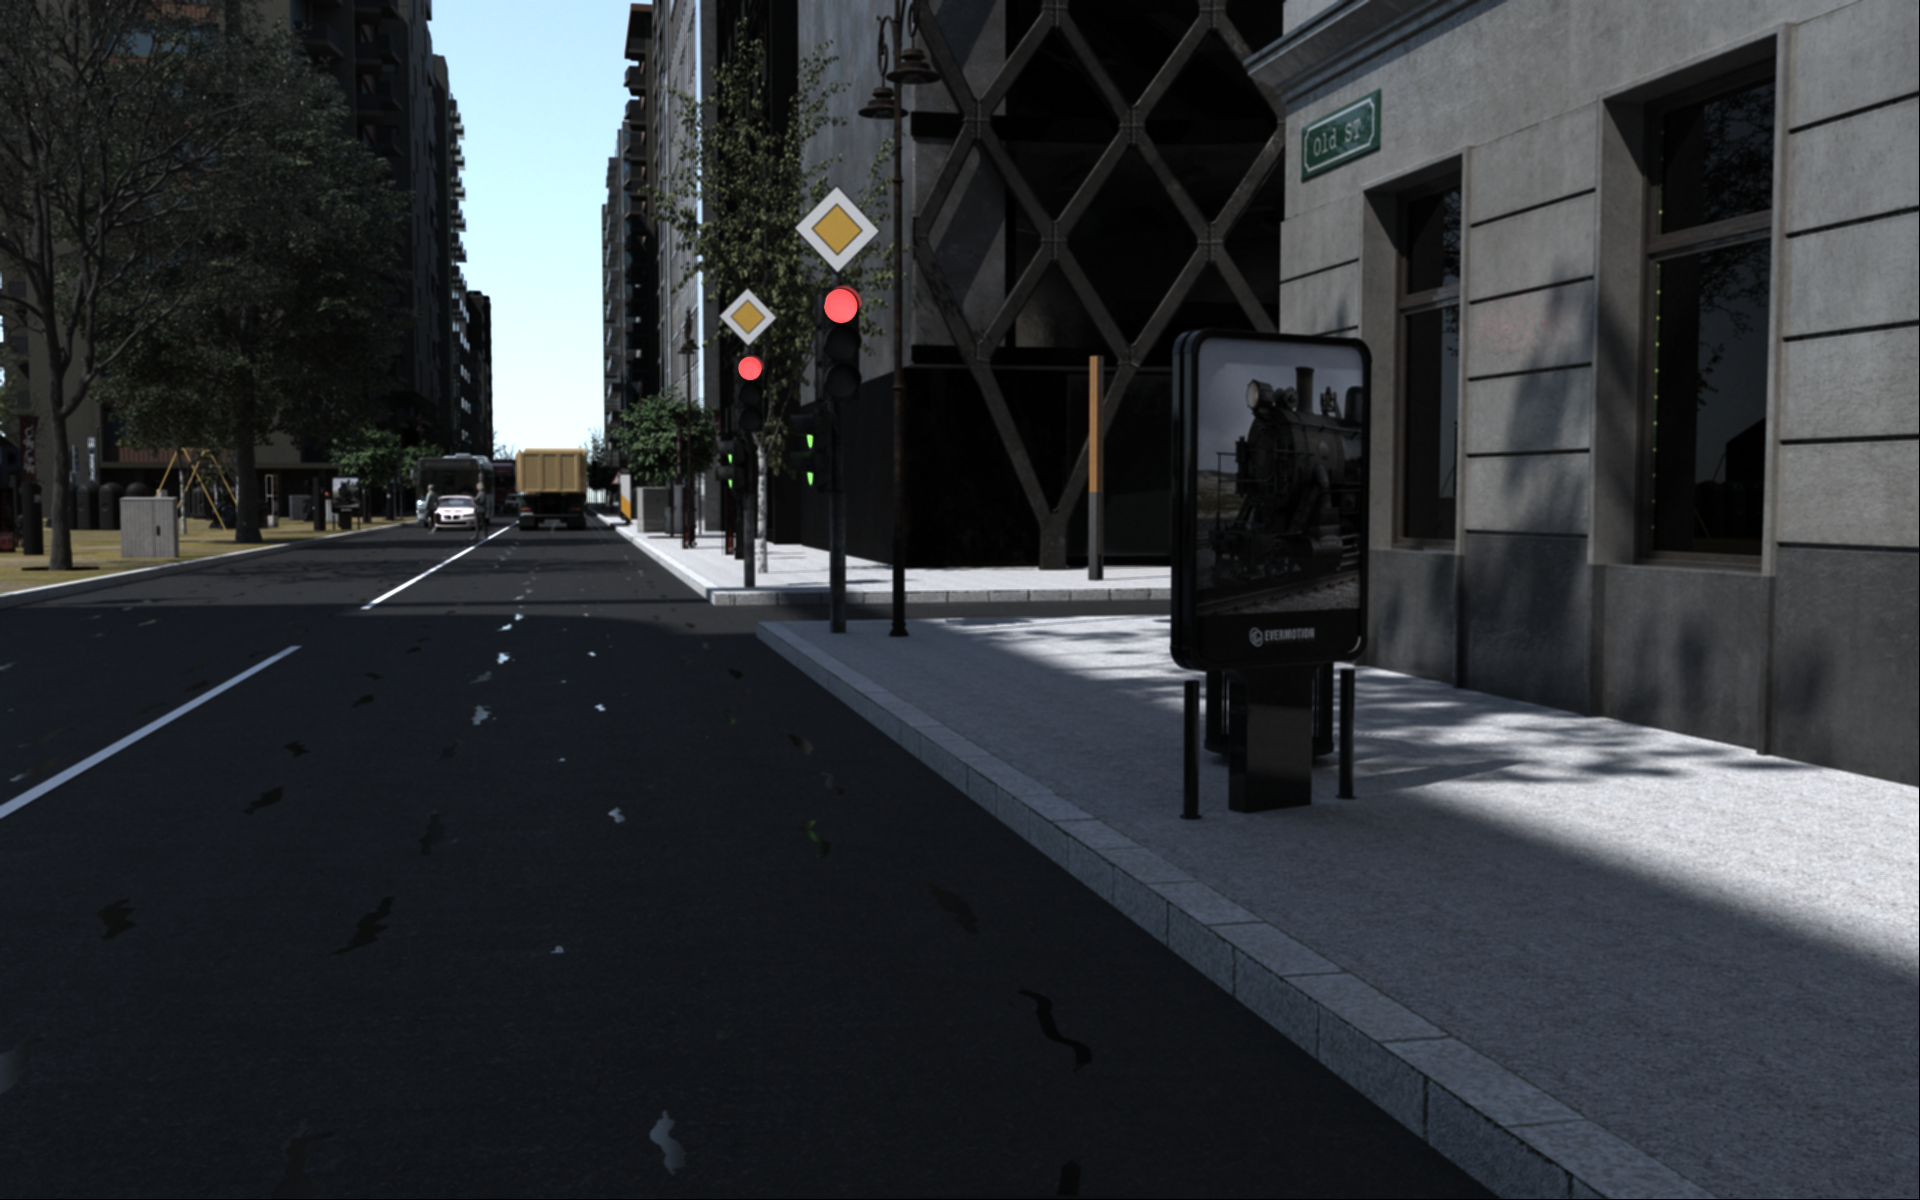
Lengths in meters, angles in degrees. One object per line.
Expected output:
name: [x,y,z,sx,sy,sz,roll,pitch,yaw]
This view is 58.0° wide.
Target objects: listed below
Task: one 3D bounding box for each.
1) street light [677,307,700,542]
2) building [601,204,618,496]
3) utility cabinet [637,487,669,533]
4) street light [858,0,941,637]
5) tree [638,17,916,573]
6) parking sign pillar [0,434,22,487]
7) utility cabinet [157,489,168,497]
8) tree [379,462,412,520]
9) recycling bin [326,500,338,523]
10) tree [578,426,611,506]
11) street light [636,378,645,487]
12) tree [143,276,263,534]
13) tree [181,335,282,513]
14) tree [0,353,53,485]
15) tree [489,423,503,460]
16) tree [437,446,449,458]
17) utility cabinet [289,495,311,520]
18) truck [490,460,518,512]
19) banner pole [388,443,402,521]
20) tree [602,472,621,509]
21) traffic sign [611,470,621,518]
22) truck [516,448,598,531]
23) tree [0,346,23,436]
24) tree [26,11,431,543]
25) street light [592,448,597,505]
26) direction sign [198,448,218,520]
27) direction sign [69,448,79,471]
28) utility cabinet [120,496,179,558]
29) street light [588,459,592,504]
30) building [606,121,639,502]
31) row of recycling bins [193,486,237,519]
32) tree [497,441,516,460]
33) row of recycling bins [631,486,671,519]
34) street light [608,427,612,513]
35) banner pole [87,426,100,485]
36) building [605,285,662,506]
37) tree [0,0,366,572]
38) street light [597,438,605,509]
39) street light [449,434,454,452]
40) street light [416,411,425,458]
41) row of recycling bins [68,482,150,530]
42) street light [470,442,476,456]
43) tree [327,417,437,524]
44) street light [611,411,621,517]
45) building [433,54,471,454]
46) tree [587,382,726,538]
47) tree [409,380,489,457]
street light: [-6.694,-4.282,42.806,0.468,5.910,1.993,-1,4,-13]
building: [-43.804,-34.471,247.190,14.154,41.232,14.086,-1,4,-13]
utility cabinet: [-10.133,-2.969,57.224,0.318,1.500,1.173,2,4,35]
street light: [-0.553,-2.612,15.491,0.468,5.910,1.993,-1,4,-13]
tree: [-2.973,-4.743,27.912,4.737,8.622,4.395,0,3,0]
parking sign pillar: [-38.860,-5.033,70.761,1.447,3.967,1.447,1,4,18]
utility cabinet: [-37.781,-4.489,82.077,0.318,1.500,1.173,-2,4,-34]
tree: [-28.051,-5.570,85.668,1.663,3.219,1.824,0,3,0]
recycling bin: [-28.106,-3.995,77.872,0.722,1.027,0.722,-1,4,-17]
tree: [-38.419,-14.154,181.786,4.737,8.622,4.395,0,3,0]
street light: [-12.742,-5.898,69.227,0.468,5.910,1.993,-1,4,-13]
tree: [-24.657,-6.419,55.310,4.360,8.622,3.978,0,3,0]
tree: [-30.157,-7.447,72.122,4.737,8.622,4.395,0,3,0]
tree: [-47.726,-8.347,86.835,4.360,8.622,3.978,0,3,0]
tree: [-46.961,-13.437,170.064,4.360,8.622,3.978,0,3,0]
tree: [-31.235,-7.181,101.125,4.285,4.588,4.351,0,3,0]
utility cabinet: [-32.516,-4.539,85.377,0.306,1.237,1.020,3,5,40]
truck: [-37.784,-9.409,142.751,2.839,4.237,11.283,-1,4,-13]
banner pole: [-27.517,-5.779,84.508,0.863,3.779,0.401,-2,4,-32]
tree: [-29.467,-9.371,147.810,1.663,3.219,1.824,0,3,0]
traffic sign: [-18.644,-5.794,94.740,0.884,2.594,0.081,0,4,-5]
truck: [-16.739,-4.622,71.490,3.469,3.379,9.791,-1,4,-11]
tree: [-43.979,-7.662,75.631,4.737,8.622,4.395,0,3,0]
tree: [-18.961,-8.490,45.460,9.857,13.997,8.962,0,3,0]
street light: [-35.898,-12.144,171.344,0.468,5.910,1.993,-1,4,-13]
direction sign: [-36.700,-5.664,84.606,0.876,3.537,0.379,-1,4,-8]
direction sign: [-44.175,-5.752,86.046,0.876,3.537,0.379,1,4,9]
utility cabinet: [-16.289,-1.446,34.808,1.020,1.237,0.306,-1,4,-10]
street light: [-42.245,-13.842,199.098,0.468,5.910,1.993,-1,4,-13]
building: [-34.491,-37.077,225.820,23.786,49.044,30.456,-1,4,-13]
row of recycling bins: [-38.460,-5.057,89.795,1.069,1.692,3.534,1,4,14]
tree: [-63.126,-17.864,242.437,4.737,8.622,4.395,0,3,0]
row of recycling bins: [-15.658,-4.921,87.567,1.069,1.692,3.534,-2,4,-35]
street light: [-23.491,-8.805,116.753,0.468,5.910,1.993,-1,4,-13]
banner pole: [-32.114,-4.544,64.313,0.863,3.779,0.401,2,4,29]
building: [-24.732,-31.104,200.433,32.217,40.220,23.993,-1,4,-13]
tree: [-15.024,-7.247,28.863,12.009,13.543,11.850,0,3,0]
street light: [-29.664,-10.468,143.935,0.468,5.910,1.993,-1,4,-13]
street light: [-36.052,-9.190,123.042,0.468,5.910,1.993,-1,4,-13]
street light: [-29.968,-7.557,96.352,0.468,5.910,1.993,-1,4,-13]
row of recycling bins: [-30.585,-3.346,61.825,3.534,1.692,1.069,1,4,10]
street light: [-42.200,-10.840,150.021,0.468,5.910,1.993,-1,4,-13]
tree: [-25.422,-5.539,74.280,4.285,4.588,4.351,0,3,0]
street light: [-18.881,-7.535,95.988,0.468,5.910,1.993,-1,4,-13]
building: [-65.829,-34.864,189.635,23.786,49.044,30.456,-1,4,-13]
tree: [-8.548,-4.102,50.782,4.285,4.588,4.351,0,3,0]
tree: [-33.482,-9.918,112.515,4.360,8.622,3.978,0,3,0]
